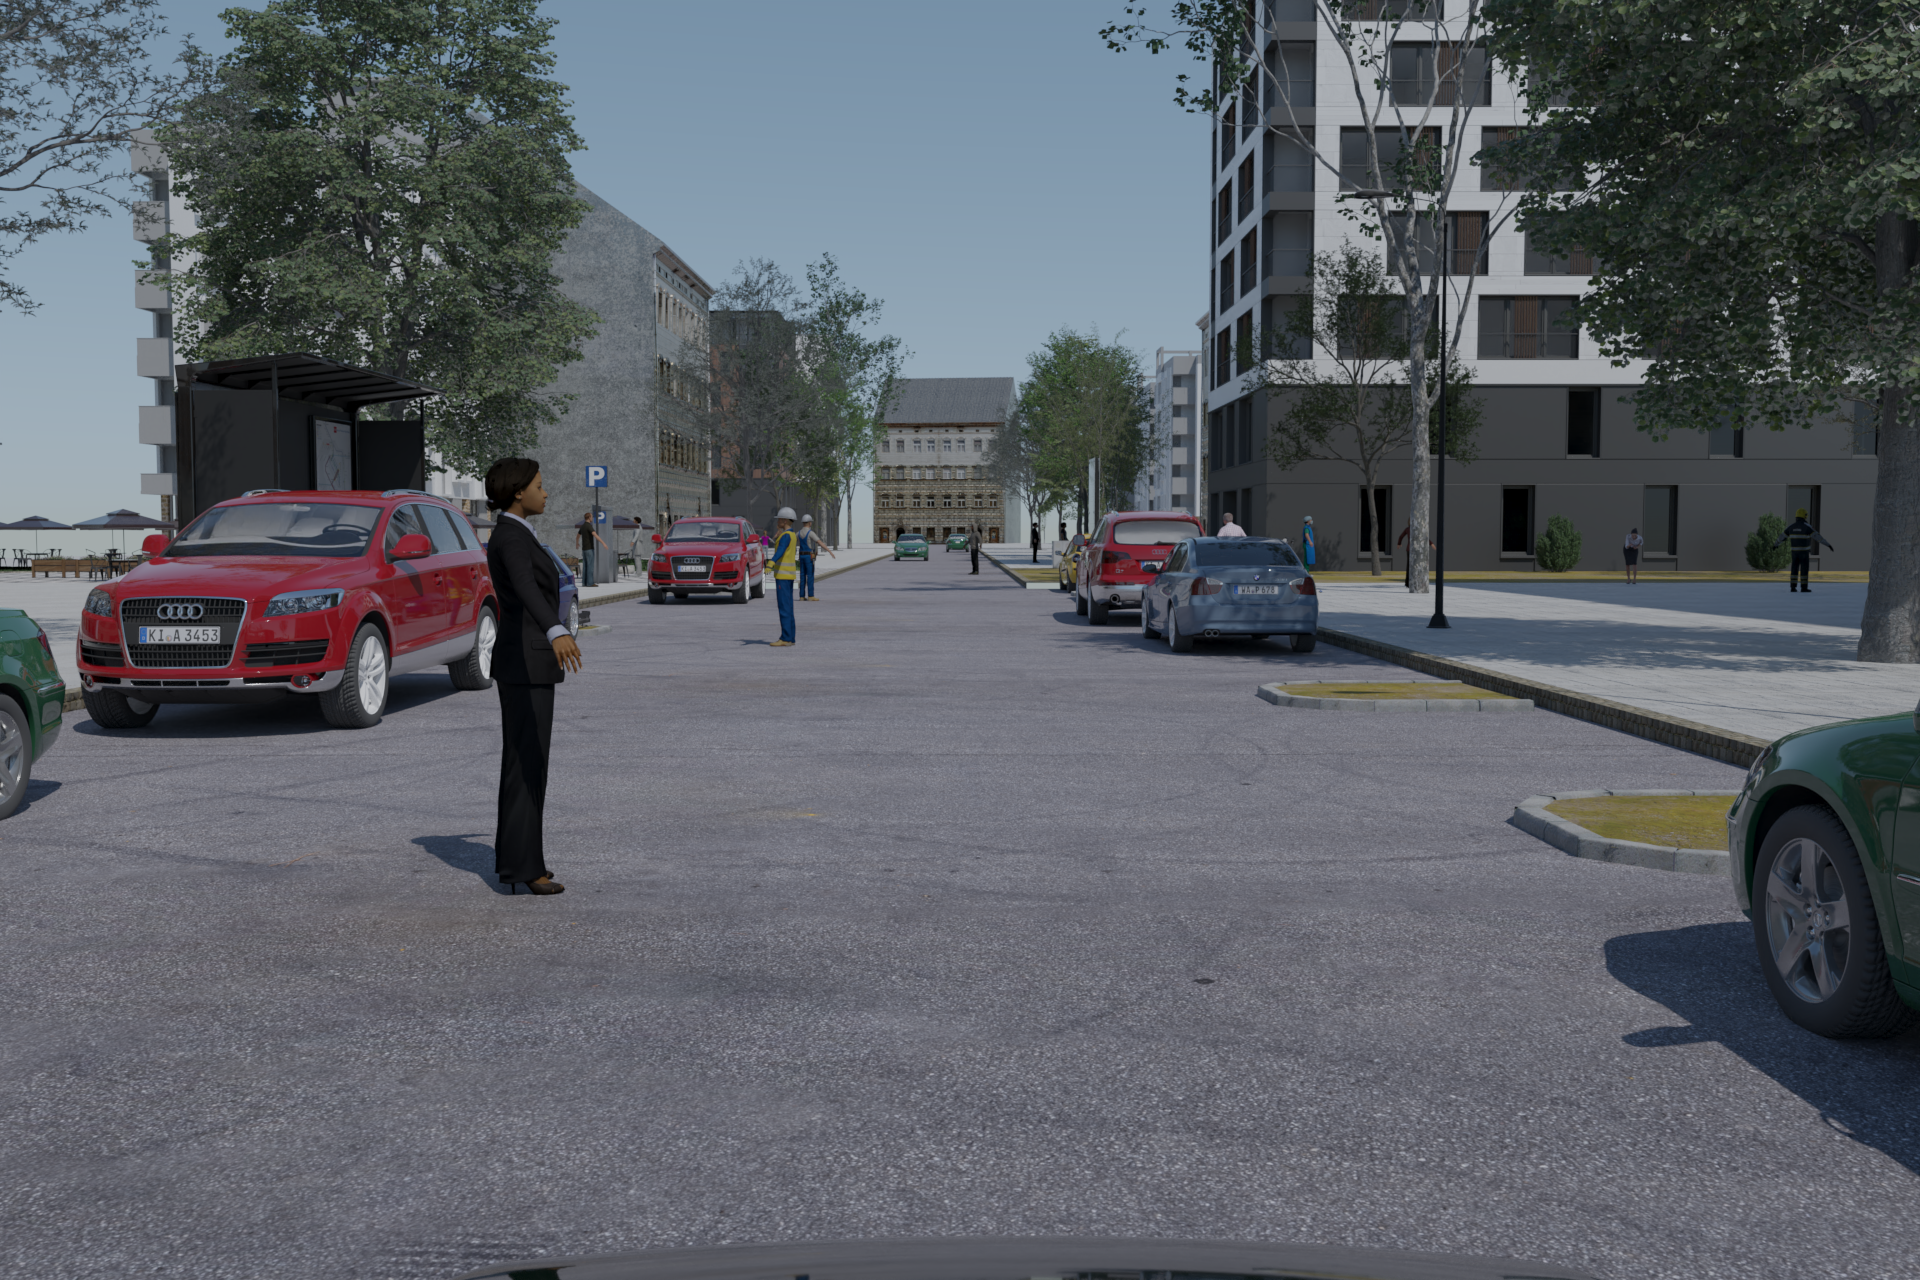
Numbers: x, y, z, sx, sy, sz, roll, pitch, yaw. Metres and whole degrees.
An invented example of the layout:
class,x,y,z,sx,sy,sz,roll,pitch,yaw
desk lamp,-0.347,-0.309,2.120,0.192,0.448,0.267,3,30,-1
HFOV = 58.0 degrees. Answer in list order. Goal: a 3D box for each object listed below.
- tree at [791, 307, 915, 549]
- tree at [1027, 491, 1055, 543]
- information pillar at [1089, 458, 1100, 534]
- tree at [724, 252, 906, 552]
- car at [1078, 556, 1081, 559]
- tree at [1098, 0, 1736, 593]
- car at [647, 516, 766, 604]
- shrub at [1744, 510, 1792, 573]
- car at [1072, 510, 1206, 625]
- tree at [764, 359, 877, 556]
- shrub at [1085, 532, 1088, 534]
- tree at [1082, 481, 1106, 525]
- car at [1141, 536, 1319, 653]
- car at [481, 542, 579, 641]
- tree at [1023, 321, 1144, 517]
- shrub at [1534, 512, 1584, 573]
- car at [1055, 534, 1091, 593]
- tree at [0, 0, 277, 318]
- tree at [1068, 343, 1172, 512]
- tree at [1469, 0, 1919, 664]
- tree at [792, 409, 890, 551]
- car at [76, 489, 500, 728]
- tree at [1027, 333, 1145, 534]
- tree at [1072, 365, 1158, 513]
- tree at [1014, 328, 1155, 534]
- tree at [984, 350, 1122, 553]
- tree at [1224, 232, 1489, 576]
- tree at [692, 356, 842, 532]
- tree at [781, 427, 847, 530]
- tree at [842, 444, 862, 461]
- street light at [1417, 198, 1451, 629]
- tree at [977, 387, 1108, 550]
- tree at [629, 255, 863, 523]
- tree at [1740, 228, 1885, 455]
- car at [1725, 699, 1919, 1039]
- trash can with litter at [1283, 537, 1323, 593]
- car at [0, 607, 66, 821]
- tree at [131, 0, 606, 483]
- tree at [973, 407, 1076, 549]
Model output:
class,x,y,z,sx,sy,sz,roll,pitch,yaw
tree,-10.783,-17.790,146.762,12.611,20.169,13.585,0,3,0
tree,11.766,-17.493,236.376,4.360,8.622,3.978,0,3,0
information pillar,4.190,-3.839,54.084,0.184,3.620,1.656,0,4,-2
tree,-10.116,-16.092,118.989,12.611,20.169,13.585,0,3,0
car,3.544,-1.497,37.056,1.945,1.354,3.894,0,4,-1
tree,9.268,-10.991,35.594,12.611,20.169,13.585,0,3,0
car,-5.365,-1.742,37.155,2.281,1.827,5.304,0,4,0
shrub,26.957,-3.278,57.632,1.661,2.075,1.752,0,3,0
car,3.051,-1.237,28.891,2.281,1.827,5.304,0,4,0
tree,-8.483,-10.821,102.683,9.928,11.665,9.643,0,3,0
shrub,5.307,-3.639,63.547,1.661,2.075,1.752,0,3,0
tree,20.295,-19.856,242.773,7.486,12.596,7.792,0,3,0
car,3.403,-0.627,22.251,2.014,1.417,4.499,0,4,-1
car,-6.010,-0.567,21.848,1.945,1.354,3.894,0,4,0
tree,4.868,-6.659,59.242,4.360,8.622,3.978,0,3,0
shrub,19.980,-3.269,57.867,1.690,2.028,1.600,0,3,0
car,3.418,-2.023,43.295,2.015,1.641,3.980,0,4,-1
tree,-12.270,-6.480,16.313,12.009,13.543,11.850,0,3,0
tree,5.889,-7.172,67.627,4.360,8.622,3.978,0,3,0
tree,9.383,-6.757,17.126,9.857,13.997,8.962,0,3,0
tree,-9.478,-12.689,133.227,9.928,11.665,9.643,0,3,0
car,-5.349,-0.354,14.457,2.281,1.827,5.304,0,3,0
tree,7.164,-11.035,98.554,7.486,12.596,7.792,0,3,0
tree,6.606,-7.656,75.533,4.360,8.622,3.978,0,3,0
tree,6.312,-9.930,88.115,9.928,11.665,9.643,0,3,0
tree,6.668,-12.585,116.132,12.009,13.543,11.850,0,3,0
tree,12.664,-7.268,53.243,8.767,10.594,7.601,-2,4,-29
tree,-9.558,-9.574,90.954,7.601,10.594,8.767,3,4,36
tree,-9.256,-9.706,109.056,4.737,8.622,4.395,0,3,0
tree,-19.647,-23.650,242.571,12.611,20.169,13.585,0,3,0
street light,7.087,-3.116,23.494,1.470,5.913,1.316,0,3,0
tree,6.239,-13.873,137.187,12.009,13.543,11.850,0,3,0
tree,-9.098,-10.106,75.603,12.009,13.543,11.850,0,3,0
tree,27.371,-8.427,48.144,12.009,13.543,11.850,0,3,0
car,3.373,0.503,3.573,2.131,1.459,4.920,0,4,-2
trash can with litter,7.073,-1.625,37.634,1.678,1.210,2.233,0,4,-1
car,-5.681,0.278,7.249,2.131,1.459,4.920,0,3,0
tree,-11.890,-7.907,35.931,9.857,13.997,8.962,0,3,0
tree,6.285,-14.762,151.723,12.009,13.543,11.850,0,3,0
